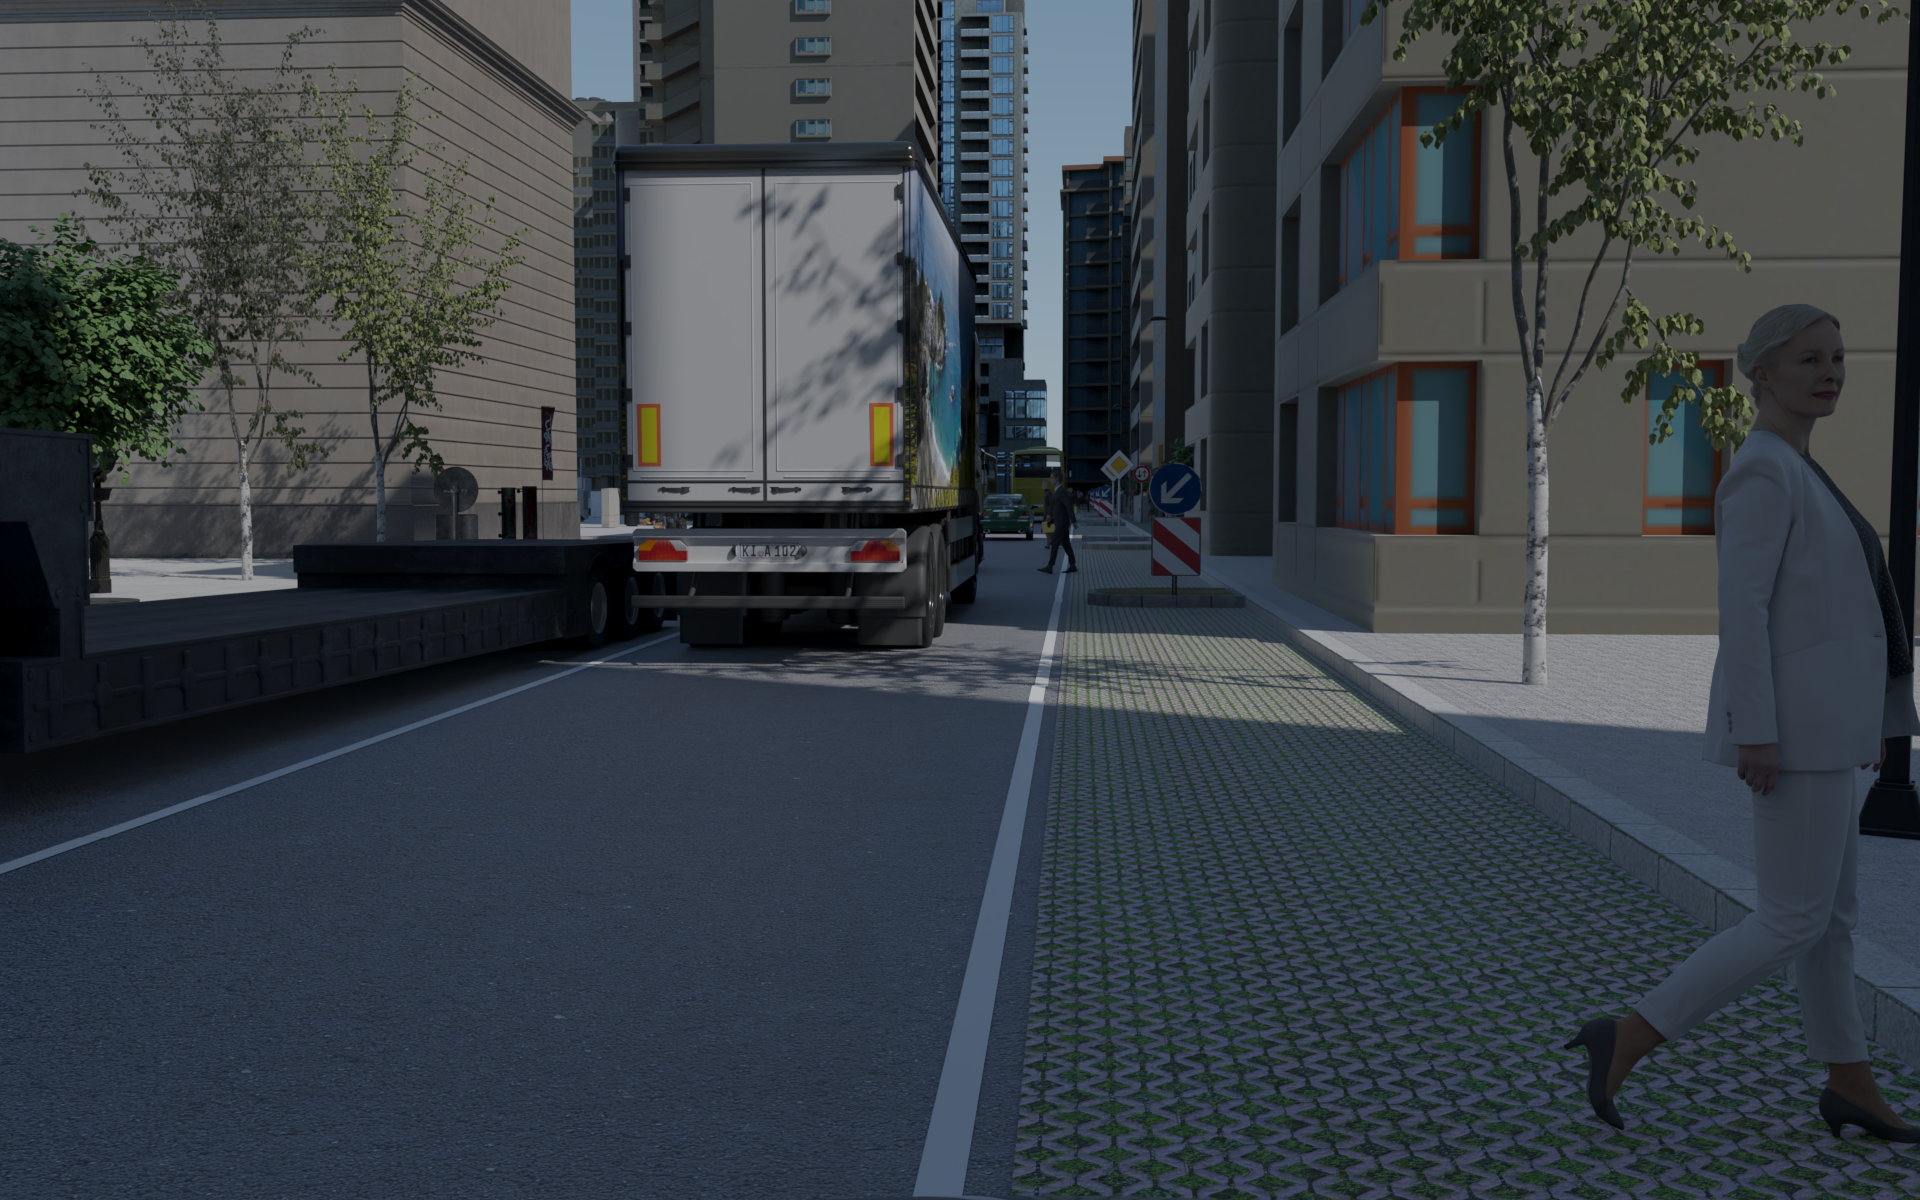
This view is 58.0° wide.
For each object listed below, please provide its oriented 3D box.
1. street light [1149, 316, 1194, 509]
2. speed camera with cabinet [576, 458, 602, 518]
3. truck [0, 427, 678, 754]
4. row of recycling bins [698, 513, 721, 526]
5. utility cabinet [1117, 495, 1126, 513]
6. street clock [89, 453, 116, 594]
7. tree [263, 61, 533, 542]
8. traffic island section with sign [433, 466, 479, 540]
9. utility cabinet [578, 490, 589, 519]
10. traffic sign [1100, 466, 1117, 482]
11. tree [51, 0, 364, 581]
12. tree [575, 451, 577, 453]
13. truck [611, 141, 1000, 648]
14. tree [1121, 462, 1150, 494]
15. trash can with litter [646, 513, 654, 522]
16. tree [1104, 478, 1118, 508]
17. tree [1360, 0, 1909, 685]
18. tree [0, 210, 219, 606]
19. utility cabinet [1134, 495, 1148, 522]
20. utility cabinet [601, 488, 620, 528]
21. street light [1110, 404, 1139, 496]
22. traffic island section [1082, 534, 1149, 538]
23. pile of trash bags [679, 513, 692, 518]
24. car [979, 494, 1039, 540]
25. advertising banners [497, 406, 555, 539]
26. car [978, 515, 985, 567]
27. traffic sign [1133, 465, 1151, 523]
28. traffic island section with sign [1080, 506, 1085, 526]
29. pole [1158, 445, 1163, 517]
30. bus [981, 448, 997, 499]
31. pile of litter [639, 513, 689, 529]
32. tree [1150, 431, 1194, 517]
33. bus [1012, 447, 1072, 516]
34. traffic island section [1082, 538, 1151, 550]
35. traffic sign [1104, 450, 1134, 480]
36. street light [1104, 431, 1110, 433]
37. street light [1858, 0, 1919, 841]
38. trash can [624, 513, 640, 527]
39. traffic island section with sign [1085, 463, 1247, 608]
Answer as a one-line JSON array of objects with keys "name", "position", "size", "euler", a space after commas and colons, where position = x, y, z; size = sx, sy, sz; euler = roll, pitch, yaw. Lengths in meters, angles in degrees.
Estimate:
[{"name": "street light", "position": [5.629, -4.450, 45.300], "size": [1.470, 5.913, 1.316], "euler": [0, 4, 4]}, {"name": "speed camera with cabinet", "position": [-20.150, -6.166, 95.151], "size": [2.038, 3.252, 0.660], "euler": [2, 4, 29]}, {"name": "truck", "position": [-5.077, -1.207, 9.495], "size": [2.967, 4.110, 18.799], "euler": [0, 4, 5]}, {"name": "row of recycling bins", "position": [-7.615, -2.944, 55.252], "size": [1.069, 1.692, 3.534], "euler": [1, 4, 12]}, {"name": "utility cabinet", "position": [11.586, -6.921, 124.313], "size": [0.306, 1.237, 1.020], "euler": [-1, 4, -19]}, {"name": "street clock", "position": [-11.119, -1.088, 22.351], "size": [0.471, 2.002, 0.358], "euler": [2, 4, 27]}, {"name": "tree", "position": [-9.985, -4.893, 30.361], "size": [4.737, 8.622, 4.395], "euler": [0, 3, 0]}, {"name": "traffic island section with sign", "position": [-7.188, -0.950, 24.155], "size": [1.989, 1.847, 2.006], "euler": [0, 4, 4]}, {"name": "utility cabinet", "position": [-19.063, -4.832, 87.676], "size": [0.318, 1.500, 1.173], "euler": [0, 4, -1]}, {"name": "traffic sign", "position": [4.741, -3.133, 53.409], "size": [0.795, 2.593, 0.064], "euler": [0, 4, 4]}, {"name": "tree", "position": [-10.629, -4.581, 25.266], "size": [4.360, 8.622, 3.978], "euler": [0, 3, 0]}, {"name": "tree", "position": [-17.035, -5.240, 69.384], "size": [4.285, 4.588, 4.351], "euler": [0, 3, 0]}, {"name": "truck", "position": [-1.180, -1.869, 19.464], "size": [2.839, 4.237, 11.283], "euler": [0, 4, 4]}, {"name": "tree", "position": [10.900, -6.621, 102.858], "size": [1.663, 3.219, 1.824], "euler": [0, 3, 0]}, {"name": "trash can with litter", "position": [-13.846, -4.028, 77.243], "size": [0.624, 1.170, 1.055], "euler": [-1, 4, -16]}, {"name": "tree", "position": [15.059, -10.774, 170.755], "size": [1.663, 3.219, 1.824], "euler": [0, 3, 0]}, {"name": "tree", "position": [3.997, -3.722, 11.221], "size": [4.737, 8.622, 4.395], "euler": [0, 3, 0]}, {"name": "tree", "position": [-10.363, -2.224, 20.082], "size": [4.285, 4.588, 4.351], "euler": [0, 3, 0]}, {"name": "utility cabinet", "position": [8.267, -4.164, 79.248], "size": [0.306, 1.237, 1.020], "euler": [-1, 4, -18]}, {"name": "utility cabinet", "position": [-13.295, -3.496, 65.833], "size": [0.318, 1.500, 1.173], "euler": [1, 4, 8]}, {"name": "street light", "position": [8.694, -7.173, 89.826], "size": [1.470, 5.913, 1.316], "euler": [0, 4, 4]}, {"name": "traffic island section", "position": [4.765, -1.909, 53.490], "size": [2.009, 0.180, 2.903], "euler": [0, 4, 4]}, {"name": "pile of trash bags", "position": [-11.939, -4.537, 83.926], "size": [3.447, 1.369, 1.912], "euler": [-1, 4, -20]}, {"name": "car", "position": [1.434, -2.643, 55.018], "size": [2.131, 1.459, 4.920], "euler": [0, 4, 2]}, {"name": "advertising banners", "position": [-8.416, -2.300, 33.785], "size": [0.090, 3.025, 2.074], "euler": [1, 4, 18]}, {"name": "car", "position": [-0.578, -1.368, 32.160], "size": [2.009, 1.686, 4.222], "euler": [0, 4, 4]}, {"name": "traffic sign", "position": [8.037, -4.673, 76.512], "size": [0.768, 2.556, 0.104], "euler": [0, 4, 8]}, {"name": "traffic island section with sign", "position": [6.458, -4.245, 78.030], "size": [1.989, 1.847, 2.006], "euler": [0, 4, 4]}, {"name": "pole", "position": [8.292, -4.757, 71.618], "size": [0.158, 3.312, 0.155], "euler": [0, 3, 0]}, {"name": "bus", "position": [0.394, -6.050, 90.469], "size": [2.896, 3.916, 12.252], "euler": [0, 4, 4]}, {"name": "pile of litter", "position": [-10.499, -2.945, 62.111], "size": [1.719, 0.858, 1.176], "euler": [-1, 4, -20]}, {"name": "tree", "position": [6.928, -3.558, 52.777], "size": [1.663, 3.219, 1.824], "euler": [0, 3, 0]}, {"name": "bus", "position": [4.208, -5.968, 89.125], "size": [2.896, 3.916, 12.252], "euler": [0, 4, 5]}, {"name": "traffic island section", "position": [4.217, -1.422, 45.523], "size": [2.009, 0.180, 2.903], "euler": [0, 4, 4]}, {"name": "traffic sign", "position": [4.193, -2.645, 45.442], "size": [0.795, 2.593, 0.064], "euler": [0, 4, 4]}, {"name": "street light", "position": [11.334, -9.523, 128.249], "size": [1.470, 5.913, 1.316], "euler": [0, 4, 4]}, {"name": "street light", "position": [3.008, -2.074, 6.446], "size": [1.470, 5.913, 1.316], "euler": [0, 4, 4]}, {"name": "trash can", "position": [-13.006, -3.485, 68.637], "size": [0.748, 1.137, 0.748], "euler": [0, 3, 0]}, {"name": "traffic island section with sign", "position": [2.666, -0.856, 22.632], "size": [1.989, 1.847, 2.006], "euler": [0, 4, 4]}]
